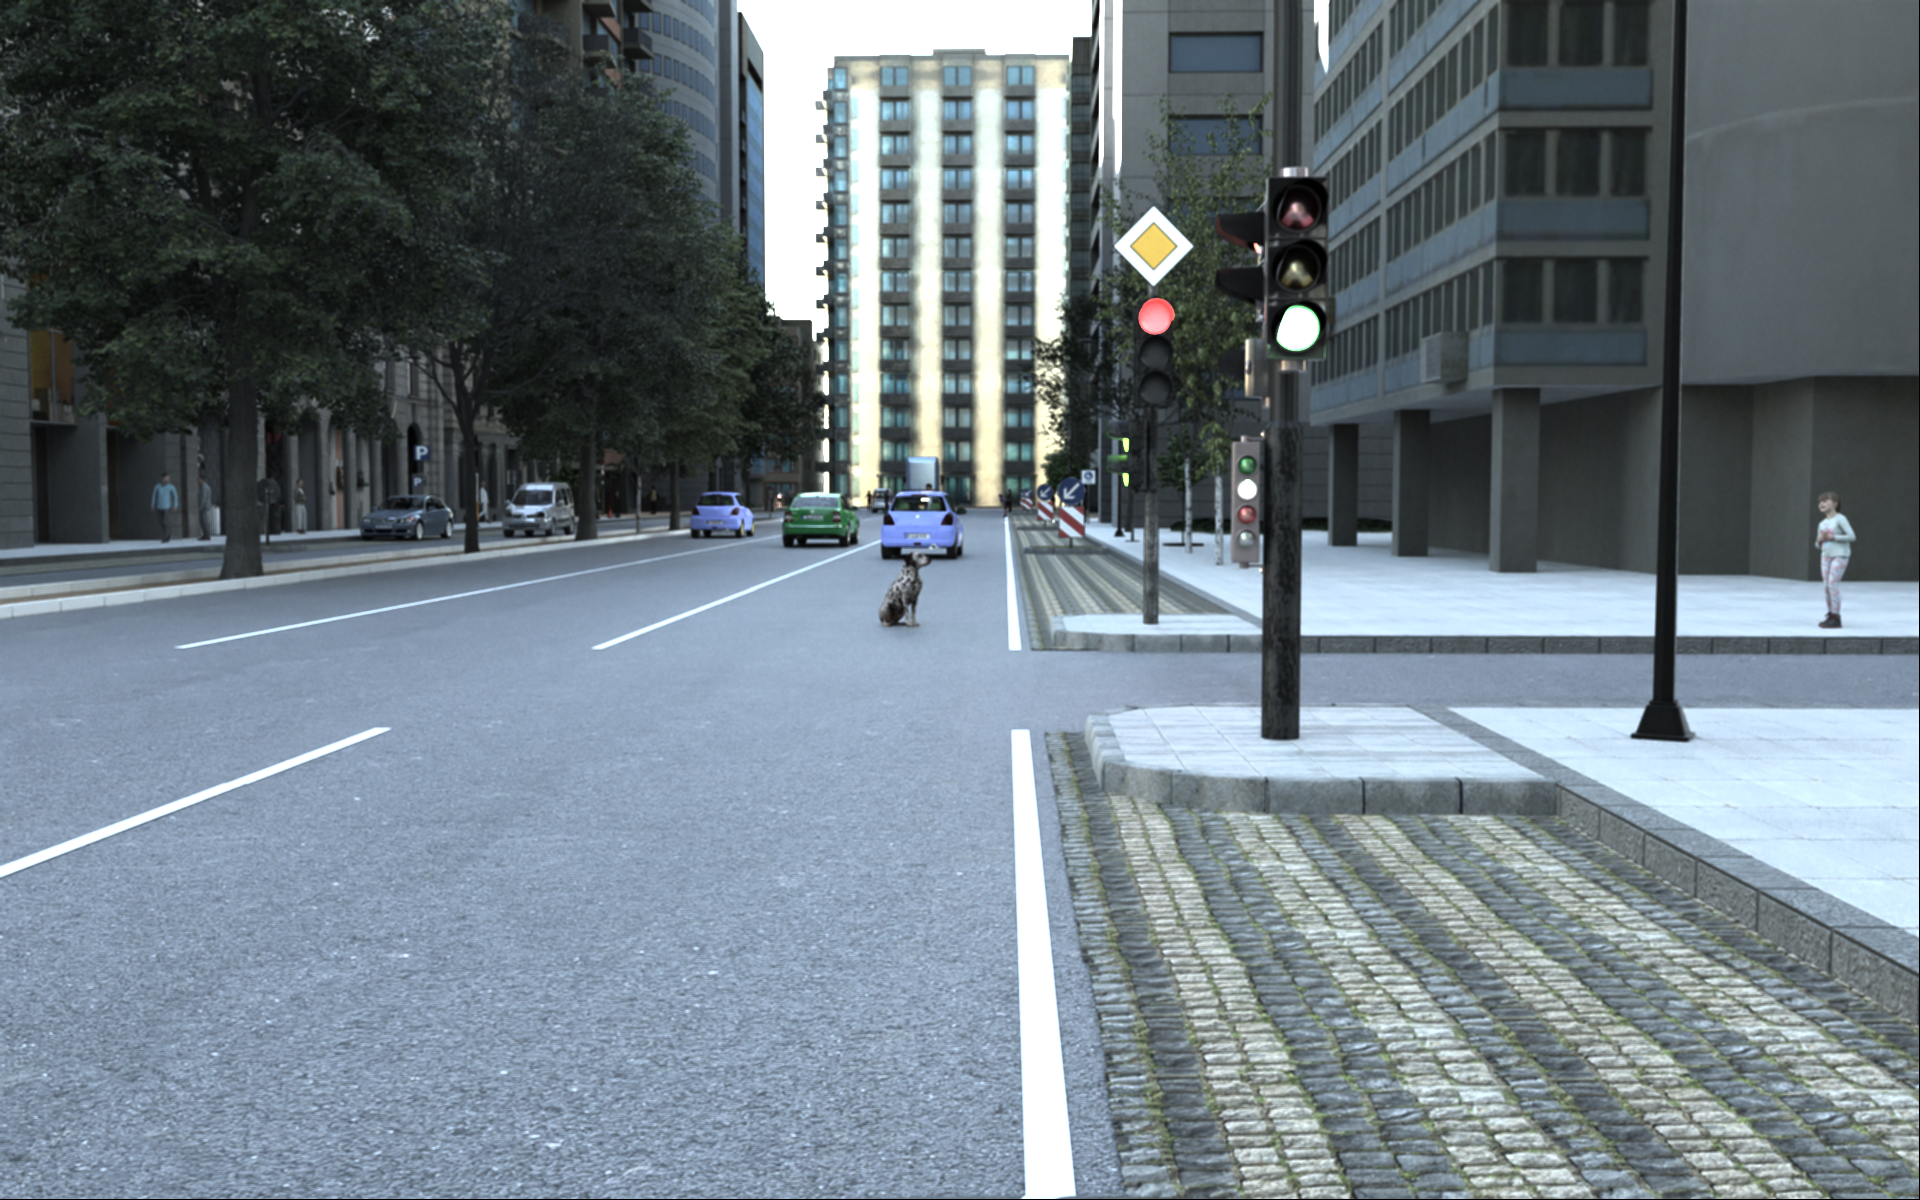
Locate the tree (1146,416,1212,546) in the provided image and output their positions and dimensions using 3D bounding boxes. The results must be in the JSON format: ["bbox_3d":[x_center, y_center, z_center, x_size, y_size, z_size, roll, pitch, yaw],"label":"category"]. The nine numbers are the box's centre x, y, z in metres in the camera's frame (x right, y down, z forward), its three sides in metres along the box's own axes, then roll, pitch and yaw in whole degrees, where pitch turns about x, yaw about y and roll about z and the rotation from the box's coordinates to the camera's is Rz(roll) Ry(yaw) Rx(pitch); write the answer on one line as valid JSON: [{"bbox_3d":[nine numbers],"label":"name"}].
[{"bbox_3d":[5.420,-2.961,43.017,1.663,3.219,1.824,0,3,0],"label":"tree"}]

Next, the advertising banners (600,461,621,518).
[{"bbox_3d":[-18.542,-5.848,91.805,0.090,3.025,2.074,1,4,19],"label":"advertising banners"}]

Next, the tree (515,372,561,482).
[{"bbox_3d":[-18.647,-7.792,77.765,4.360,8.622,3.978,0,3,0],"label":"tree"}]

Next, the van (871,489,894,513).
[{"bbox_3d":[-5.794,-7.640,131.922,2.013,2.044,4.112,0,4,1],"label":"van"}]

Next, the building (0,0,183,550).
[{"bbox_3d":[-27.761,-15.662,33.560,11.434,29.767,29.804,0,4,1],"label":"building"}]

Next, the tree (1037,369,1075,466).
[{"bbox_3d":[6.634,-8.903,95.918,4.360,8.622,3.978,0,3,0],"label":"tree"}]

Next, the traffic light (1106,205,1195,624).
[{"bbox_3d":[1.868,-1.718,17.016,0.839,4.253,0.868,0,4,1],"label":"traffic light"}]

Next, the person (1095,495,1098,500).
[{"bbox_3d":[8.242,-5.610,97.774,1.348,1.824,0.705,-1,4,-9],"label":"person"}]

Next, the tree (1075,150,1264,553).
[{"bbox_3d":[5.043,-5.315,37.255,4.360,8.622,3.978,0,3,0],"label":"tree"}]

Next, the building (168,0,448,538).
[{"bbox_3d":[-27.901,-13.416,61.150,13.314,21.916,24.055,0,4,1],"label":"building"}]

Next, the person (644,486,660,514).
[{"bbox_3d":[-19.379,-6.308,109.266,0.705,1.812,1.348,2,4,33],"label":"person"}]

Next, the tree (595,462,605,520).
[{"bbox_3d":[-18.649,-5.648,86.949,1.663,3.219,1.824,0,3,0],"label":"tree"}]

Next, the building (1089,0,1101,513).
[{"bbox_3d":[19.353,-29.658,108.605,21.300,48.544,21.600,0,4,1],"label":"building"}]

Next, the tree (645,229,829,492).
[{"bbox_3d":[-10.659,-9.482,74.491,9.611,12.733,9.660,0,3,0],"label":"tree"}]

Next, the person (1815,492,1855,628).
[{"bbox_3d":[8.384,-0.387,16.654,0.394,1.301,0.425,-2,4,-33],"label":"person"}]

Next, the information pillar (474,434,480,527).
[{"bbox_3d":[-18.828,-4.635,67.129,0.183,3.616,0.504,1,4,14],"label":"information pillar"}]

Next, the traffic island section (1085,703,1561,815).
[{"bbox_3d":[1.702,0.803,9.147,2.009,0.180,2.903,0,4,1],"label":"traffic island section"}]

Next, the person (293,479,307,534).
[{"bbox_3d":[-21.075,-2.984,55.384,0.362,1.759,0.519,0,4,5],"label":"person"}]

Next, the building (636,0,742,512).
[{"bbox_3d":[-29.837,-36.291,135.352,21.231,58.520,28.212,0,4,1],"label":"building"}]

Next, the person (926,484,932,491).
[{"bbox_3d":[-0.957,-2.978,57.536,0.623,1.781,0.721,0,4,4],"label":"person"}]

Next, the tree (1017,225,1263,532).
[{"bbox_3d":[5.863,-7.562,58.044,8.767,10.594,7.601,-2,4,-28],"label":"tree"}]

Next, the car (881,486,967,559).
[{"bbox_3d":[-0.834,-1.831,39.534,1.945,1.707,3.694,0,4,3],"label":"car"}]

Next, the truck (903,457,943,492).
[{"bbox_3d":[-2.784,-7.936,119.517,2.967,4.110,18.799,0,4,1],"label":"truck"}]

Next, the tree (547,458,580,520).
[{"bbox_3d":[-19.106,-5.495,84.446,1.663,3.219,1.824,0,3,0],"label":"tree"}]

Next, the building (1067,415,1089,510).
[{"bbox_3d":[20.176,-50.250,134.266,22.319,86.520,31.000,0,4,1],"label":"building"}]

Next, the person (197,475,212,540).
[{"bbox_3d":[-20.983,-2.566,48.089,0.391,1.810,0.635,-2,4,-27],"label":"person"}]

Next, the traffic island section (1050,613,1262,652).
[{"bbox_3d":[1.908,0.315,17.129,2.009,0.180,2.903,0,4,1],"label":"traffic island section"}]

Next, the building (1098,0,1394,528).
[{"bbox_3d":[16.774,-32.707,76.758,21.231,58.520,28.212,0,4,1],"label":"building"}]

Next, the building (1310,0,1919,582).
[{"bbox_3d":[20.138,-20.831,32.467,23.993,40.220,32.217,0,4,1],"label":"building"}]

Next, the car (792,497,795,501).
[{"bbox_3d":[-14.500,-8.931,158.602,1.945,1.354,3.894,0,4,2],"label":"car"}]

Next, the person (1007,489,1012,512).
[{"bbox_3d":[3.884,-7.794,136.022,0.705,1.812,1.348,1,4,20],"label":"person"}]

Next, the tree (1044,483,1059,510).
[{"bbox_3d":[7.458,-8.866,139.567,1.663,3.219,1.824,0,3,0],"label":"tree"}]

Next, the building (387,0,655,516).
[{"bbox_3d":[-31.245,-27.663,106.911,22.147,44.769,28.867,0,4,1],"label":"building"}]

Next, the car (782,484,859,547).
[{"bbox_3d":[-3.848,-2.416,48.305,1.959,1.807,4.718,0,4,2],"label":"car"}]

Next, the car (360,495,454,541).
[{"bbox_3d":[-17.267,-2.585,54.262,2.014,1.417,4.499,0,4,2],"label":"car"}]

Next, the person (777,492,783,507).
[{"bbox_3d":[-17.471,-9.717,168.105,0.799,1.438,0.628,2,4,28],"label":"person"}]

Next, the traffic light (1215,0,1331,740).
[{"bbox_3d":[-0.431,-2.097,8.946,4.771,5.953,1.251,0,4,1],"label":"traffic light"}]

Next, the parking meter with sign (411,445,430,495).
[{"bbox_3d":[-19.083,-3.962,61.046,0.543,3.016,1.738,0,4,-8],"label":"parking meter with sign"}]

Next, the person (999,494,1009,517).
[{"bbox_3d":[2.727,-5.889,108.011,0.697,1.427,0.421,-2,4,-25],"label":"person"}]

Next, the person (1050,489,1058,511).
[{"bbox_3d":[6.969,-7.546,130.131,1.217,1.735,0.721,-1,4,-10],"label":"person"}]

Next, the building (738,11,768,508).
[{"bbox_3d":[-25.900,-31.167,159.690,14.200,45.320,14.600,0,4,1],"label":"building"}]

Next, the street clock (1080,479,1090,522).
[{"bbox_3d":[5.598,-4.503,78.186,0.471,2.002,0.358,1,4,21],"label":"street clock"}]

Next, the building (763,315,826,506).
[{"bbox_3d":[-30.806,-21.253,192.529,28.899,21.520,27.650,0,4,1],"label":"building"}]

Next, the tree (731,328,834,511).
[{"bbox_3d":[-10.224,-9.016,84.287,8.767,10.594,7.601,0,4,1],"label":"tree"}]

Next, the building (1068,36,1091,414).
[{"bbox_3d":[16.899,-29.047,158.521,14.154,41.232,14.086,0,4,1],"label":"building"}]

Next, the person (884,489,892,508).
[{"bbox_3d":[-4.938,-6.736,119.077,0.568,1.767,0.683,0,4,-3],"label":"person"}]

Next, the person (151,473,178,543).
[{"bbox_3d":[-20.873,-2.426,45.575,0.638,1.841,0.748,0,4,6],"label":"person"}]

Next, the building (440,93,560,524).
[{"bbox_3d":[-26.051,-14.272,82.491,9.793,20.994,18.267,0,4,1],"label":"building"}]

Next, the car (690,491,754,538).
[{"bbox_3d":[-7.879,-2.941,57.678,1.945,1.707,3.694,0,4,1],"label":"car"}]

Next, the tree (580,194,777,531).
[{"bbox_3d":[-10.745,-8.815,64.715,7.486,12.596,7.792,0,3,0],"label":"tree"}]

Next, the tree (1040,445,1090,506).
[{"bbox_3d":[6.684,-7.769,110.738,4.285,4.588,4.351,0,3,0],"label":"tree"}]

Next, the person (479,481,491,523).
[{"bbox_3d":[-20.830,-4.258,75.542,0.818,1.842,0.514,-2,4,-28],"label":"person"}]

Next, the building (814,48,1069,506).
[{"bbox_3d":[-0.097,-34.819,188.893,30.456,49.044,23.786,0,4,1],"label":"building"}]

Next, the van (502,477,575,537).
[{"bbox_3d":[-14.329,-3.177,58.950,2.013,2.044,4.112,0,4,1],"label":"van"}]

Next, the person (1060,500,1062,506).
[{"bbox_3d":[9.848,-9.939,168.181,0.705,1.869,1.348,0,4,-2],"label":"person"}]

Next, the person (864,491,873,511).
[{"bbox_3d":[-7.835,-8.641,150.604,1.217,1.723,0.721,2,4,34],"label":"person"}]

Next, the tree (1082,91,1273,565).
[{"bbox_3d":[4.442,-4.933,31.022,4.737,8.622,4.395,0,3,0],"label":"tree"}]

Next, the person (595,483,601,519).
[{"bbox_3d":[-18.752,-5.102,89.375,0.656,1.842,0.836,2,4,26],"label":"person"}]
